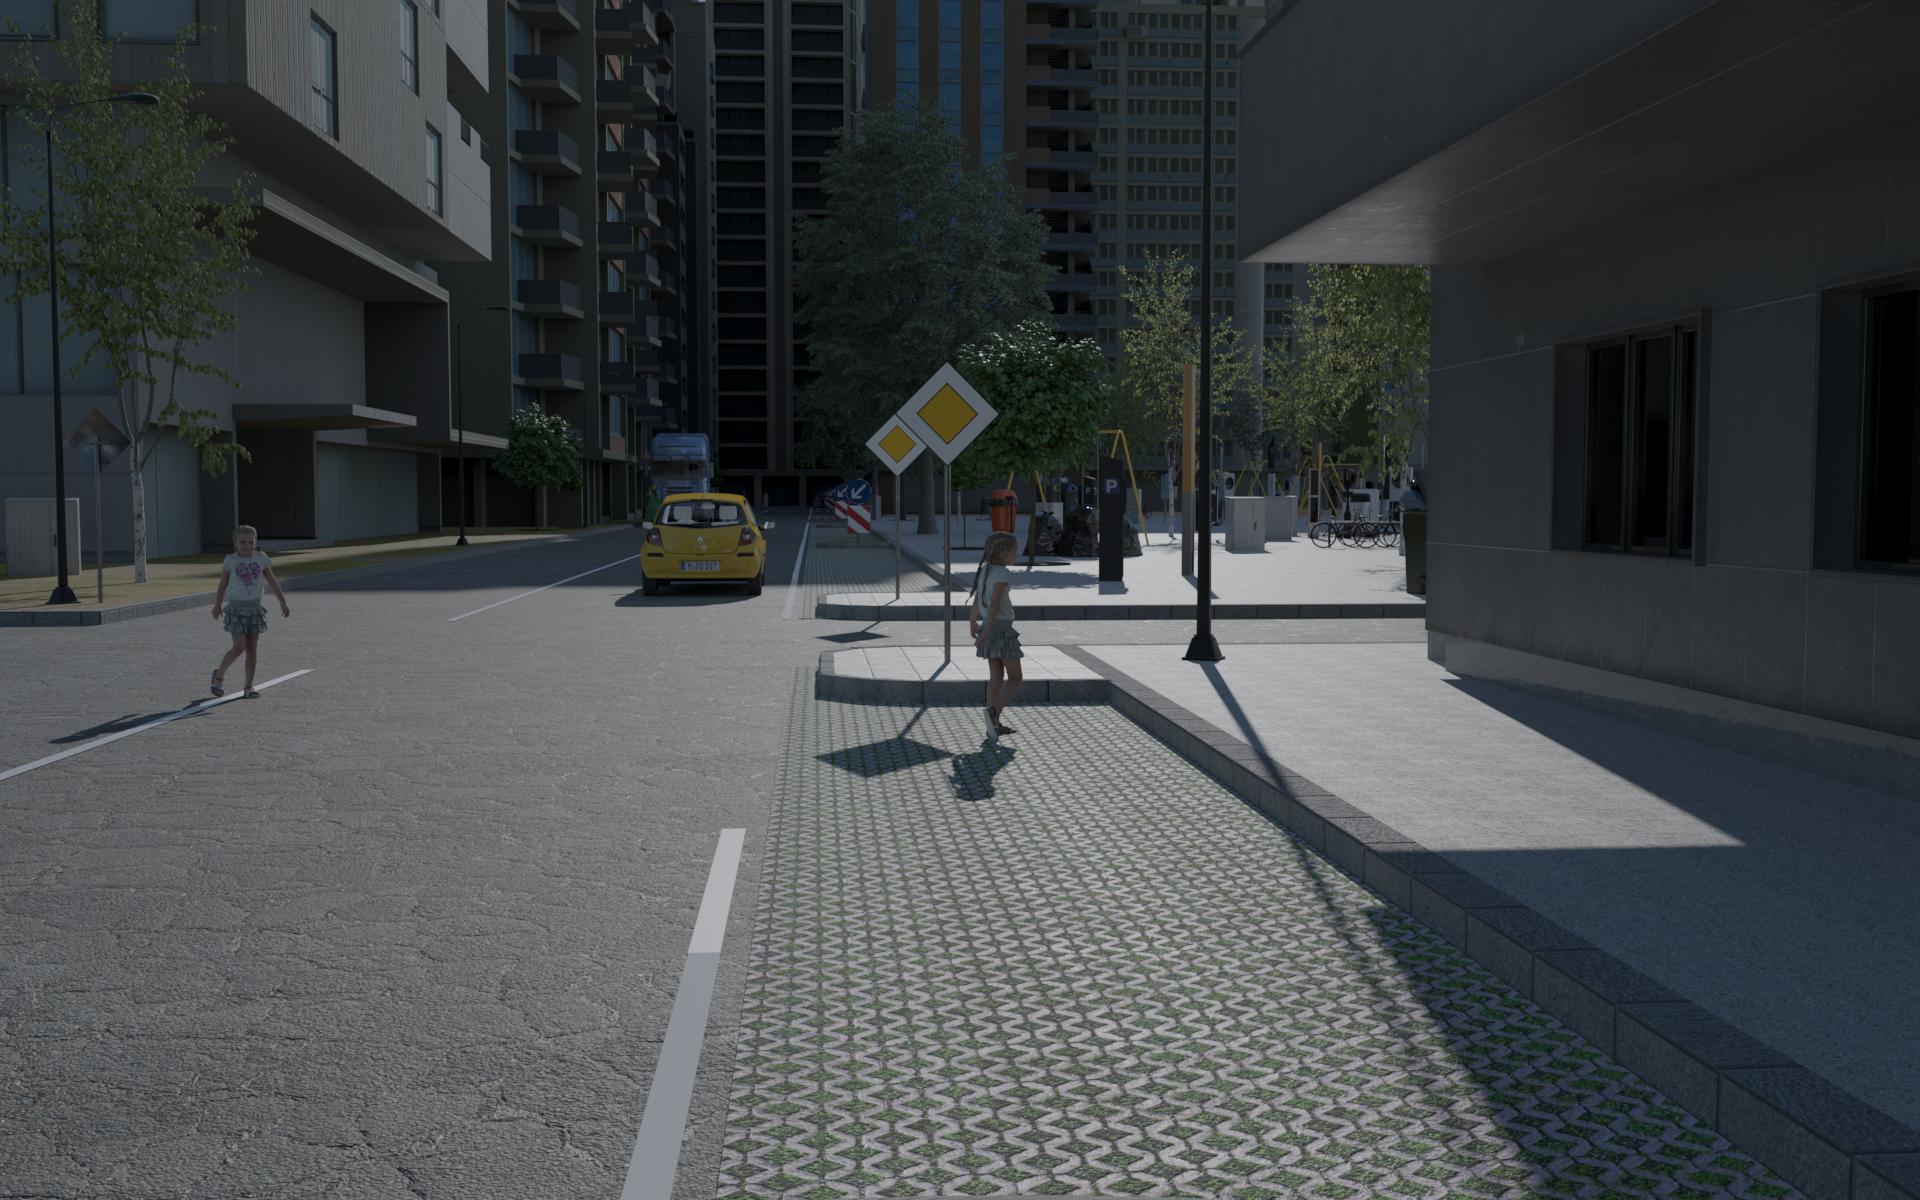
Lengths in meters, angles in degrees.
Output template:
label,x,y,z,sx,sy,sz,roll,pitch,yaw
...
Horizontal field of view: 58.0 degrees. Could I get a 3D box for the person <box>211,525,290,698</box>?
label,x,y,z,sx,sy,sz,roll,pitch,yaw
person,-5.035,0.076,12.273,0.505,1.210,0.382,-3,4,-38

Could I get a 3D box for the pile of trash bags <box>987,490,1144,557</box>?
label,x,y,z,sx,sy,sz,roll,pitch,yaw
pile of trash bags,2.017,-1.584,35.651,3.447,1.369,1.912,-3,4,-37

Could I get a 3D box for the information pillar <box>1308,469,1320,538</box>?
label,x,y,z,sx,sy,sz,roll,pitch,yaw
information pillar,10.254,-2.796,50.204,0.304,2.012,0.304,0,4,6

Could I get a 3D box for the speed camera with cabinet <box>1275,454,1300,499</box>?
label,x,y,z,sx,sy,sz,roll,pitch,yaw
speed camera with cabinet,16.351,-5.649,86.696,0.660,3.252,2.038,-1,4,-11

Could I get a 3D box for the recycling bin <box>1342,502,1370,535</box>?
label,x,y,z,sx,sy,sz,roll,pitch,yaw
recycling bin,12.153,-2.485,53.176,0.722,1.027,0.722,1,4,22

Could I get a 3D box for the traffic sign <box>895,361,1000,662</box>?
label,x,y,z,sx,sy,sz,roll,pitch,yaw
traffic sign,-0.098,-0.582,13.160,0.795,2.450,0.064,0,4,-5

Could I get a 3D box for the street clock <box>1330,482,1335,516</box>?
label,x,y,z,sx,sy,sz,roll,pitch,yaw
street clock,21.100,-5.695,97.680,0.358,2.002,0.471,-1,4,-20

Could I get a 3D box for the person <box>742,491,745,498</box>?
label,x,y,z,sx,sy,sz,roll,pitch,yaw
person,-20.908,-9.632,166.710,0.721,1.736,1.217,-1,4,-12

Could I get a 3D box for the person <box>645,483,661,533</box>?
label,x,y,z,sx,sy,sz,roll,pitch,yaw
person,-10.073,-2.940,56.813,0.600,1.795,0.529,-3,5,-45

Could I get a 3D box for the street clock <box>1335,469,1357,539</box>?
label,x,y,z,sx,sy,sz,roll,pitch,yaw
street clock,11.150,-2.767,49.809,0.471,2.002,0.358,2,4,28

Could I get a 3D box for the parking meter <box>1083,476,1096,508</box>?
label,x,y,z,sx,sy,sz,roll,pitch,yaw
parking meter,4.195,-3.062,55.773,0.399,1.863,0.255,2,4,32

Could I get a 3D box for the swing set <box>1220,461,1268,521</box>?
label,x,y,z,sx,sy,sz,roll,pitch,yaw
swing set,14.120,-5.169,82.138,2.862,2.851,3.119,0,4,-7

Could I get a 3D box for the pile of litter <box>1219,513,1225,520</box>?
label,x,y,z,sx,sy,sz,roll,pitch,yaw
pile of litter,13.663,-4.419,86.217,1.719,0.858,1.176,0,4,6

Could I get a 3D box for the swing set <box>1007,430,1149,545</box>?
label,x,y,z,sx,sy,sz,roll,pitch,yaw
swing set,2.687,-2.800,43.402,3.119,2.851,2.862,3,4,36

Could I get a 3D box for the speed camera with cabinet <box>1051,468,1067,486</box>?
label,x,y,z,sx,sy,sz,roll,pitch,yaw
speed camera with cabinet,5.695,-5.894,90.699,2.038,3.252,0.660,-3,5,-40

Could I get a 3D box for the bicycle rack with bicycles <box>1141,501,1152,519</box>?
label,x,y,z,sx,sy,sz,roll,pitch,yaw
bicycle rack with bicycles,8.632,-4.656,89.509,2.925,0.926,2.852,-2,4,-26

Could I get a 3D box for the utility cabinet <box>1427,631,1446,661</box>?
label,x,y,z,sx,sy,sz,roll,pitch,yaw
utility cabinet,4.044,-0.156,13.714,0.306,1.237,1.020,3,5,39

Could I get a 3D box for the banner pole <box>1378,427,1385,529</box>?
label,x,y,z,sx,sy,sz,roll,pitch,yaw
banner pole,15.761,-4.556,64.510,0.401,3.779,0.863,1,4,21

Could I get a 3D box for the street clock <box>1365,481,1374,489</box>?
label,x,y,z,sx,sy,sz,roll,pitch,yaw
street clock,22.859,-5.634,96.687,0.358,2.002,0.471,-3,4,-37

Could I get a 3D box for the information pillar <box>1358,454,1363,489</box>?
label,x,y,z,sx,sy,sz,roll,pitch,yaw
information pillar,20.999,-6.089,90.913,0.183,3.616,0.504,0,4,-3

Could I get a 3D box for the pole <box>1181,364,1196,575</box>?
label,x,y,z,sx,sy,sz,roll,pitch,yaw
pole,3.601,-2.045,27.279,0.158,3.312,0.155,0,3,0

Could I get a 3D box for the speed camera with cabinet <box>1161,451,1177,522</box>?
label,x,y,z,sx,sy,sz,roll,pitch,yaw
speed camera with cabinet,10.350,-5.241,80.027,2.038,3.252,0.660,1,4,15

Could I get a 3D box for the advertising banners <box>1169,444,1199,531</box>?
label,x,y,z,sx,sy,sz,roll,pitch,yaw
advertising banners,7.953,-3.941,60.621,0.090,3.025,2.074,-2,4,-31

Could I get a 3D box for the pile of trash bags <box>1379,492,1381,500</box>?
label,x,y,z,sx,sy,sz,roll,pitch,yaw
pile of trash bags,23.564,-4.949,90.663,3.447,1.369,1.912,2,4,24

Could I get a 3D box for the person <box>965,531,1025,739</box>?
label,x,y,z,sx,sy,sz,roll,pitch,yaw
person,0.158,0.200,10.249,0.382,1.210,0.505,-2,4,-30

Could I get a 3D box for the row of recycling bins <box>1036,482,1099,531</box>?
label,x,y,z,sx,sy,sz,roll,pitch,yaw
row of recycling bins,4.006,-3.191,59.291,3.534,1.692,1.069,-2,4,-32

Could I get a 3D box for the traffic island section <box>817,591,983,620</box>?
label,x,y,z,sx,sy,sz,roll,pitch,yaw
traffic island section,-0.742,0.066,21.197,2.009,0.180,2.903,0,4,-5

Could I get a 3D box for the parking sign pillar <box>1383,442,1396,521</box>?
label,x,y,z,sx,sy,sz,roll,pitch,yaw
parking sign pillar,20.080,-5.657,80.959,1.447,3.967,1.447,0,4,5

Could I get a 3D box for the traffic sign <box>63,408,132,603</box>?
label,x,y,z,sx,sy,sz,roll,pitch,yaw
traffic sign,-10.128,-1.022,20.357,0.795,2.450,0.064,0,4,-5

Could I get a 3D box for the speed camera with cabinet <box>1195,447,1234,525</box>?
label,x,y,z,sx,sy,sz,roll,pitch,yaw
speed camera with cabinet,10.498,-4.723,71.550,2.038,3.252,0.660,-3,5,-43

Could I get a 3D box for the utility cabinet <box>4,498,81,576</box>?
label,x,y,z,sx,sy,sz,roll,pitch,yaw
utility cabinet,-14.514,-0.994,27.420,1.020,1.237,0.306,-1,4,-21

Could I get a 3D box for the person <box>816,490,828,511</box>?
label,x,y,z,sx,sy,sz,roll,pitch,yaw
person,-11.239,-8.117,141.928,1.217,1.743,0.721,-1,4,-22

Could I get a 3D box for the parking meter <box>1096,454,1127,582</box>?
label,x,y,z,sx,sy,sz,roll,pitch,yaw
parking meter,2.248,-1.209,25.482,0.399,1.863,0.255,1,4,9

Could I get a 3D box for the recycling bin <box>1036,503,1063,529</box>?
label,x,y,z,sx,sy,sz,roll,pitch,yaw
recycling bin,2.583,-2.367,51.251,0.722,1.027,0.722,2,4,28

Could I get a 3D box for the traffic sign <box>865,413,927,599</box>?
label,x,y,z,sx,sy,sz,roll,pitch,yaw
traffic sign,-0.764,-1.069,21.118,0.795,2.450,0.064,0,4,-5

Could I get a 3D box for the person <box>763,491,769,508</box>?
label,x,y,z,sx,sy,sz,roll,pitch,yaw
person,-19.262,-9.944,171.752,0.621,1.740,0.551,1,4,23

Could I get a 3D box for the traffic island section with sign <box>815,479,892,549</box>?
label,x,y,z,sx,sy,sz,roll,pitch,yaw
traffic island section with sign,-2.817,-2.287,46.022,1.989,1.847,2.006,0,4,-5

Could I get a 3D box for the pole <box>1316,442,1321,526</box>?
label,x,y,z,sx,sy,sz,roll,pitch,yaw
pole,14.162,-4.564,68.472,0.158,3.312,0.155,0,3,0

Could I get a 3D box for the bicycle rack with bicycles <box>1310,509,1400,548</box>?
label,x,y,z,sx,sy,sz,roll,pitch,yaw
bicycle rack with bicycles,9.950,-1.731,41.676,2.925,0.926,2.852,1,4,13

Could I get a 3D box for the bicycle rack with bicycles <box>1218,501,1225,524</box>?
label,x,y,z,sx,sy,sz,roll,pitch,yaw
bicycle rack with bicycles,11.567,-3.801,75.526,2.852,0.926,2.925,-2,4,-30

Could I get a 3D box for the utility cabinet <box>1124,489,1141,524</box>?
label,x,y,z,sx,sy,sz,roll,pitch,yaw
utility cabinet,7.197,-4.028,74.534,1.173,1.500,0.318,2,4,28

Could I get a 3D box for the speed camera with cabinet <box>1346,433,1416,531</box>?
label,x,y,z,sx,sy,sz,roll,pitch,yaw
speed camera with cabinet,13.534,-3.766,55.910,2.038,3.252,0.660,1,4,20

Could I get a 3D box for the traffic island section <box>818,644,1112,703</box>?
label,x,y,z,sx,sy,sz,roll,pitch,yaw
traffic island section,-0.075,0.553,13.239,2.009,0.180,2.903,0,4,-5

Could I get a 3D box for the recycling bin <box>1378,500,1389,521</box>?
label,x,y,z,sx,sy,sz,roll,pitch,yaw
recycling bin,19.179,-4.061,78.954,0.722,1.027,0.722,1,4,16

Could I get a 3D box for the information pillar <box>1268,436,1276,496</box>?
label,x,y,z,sx,sy,sz,roll,pitch,yaw
information pillar,12.685,-4.840,70.496,0.183,3.616,0.504,-1,4,-18

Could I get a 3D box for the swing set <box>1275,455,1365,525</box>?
label,x,y,z,sx,sy,sz,roll,pitch,yaw
swing set,14.667,-4.487,70.983,2.862,2.851,3.119,0,4,-3

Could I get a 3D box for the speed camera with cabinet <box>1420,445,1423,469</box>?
label,x,y,z,sx,sy,sz,roll,pitch,yaw
speed camera with cabinet,18.338,-4.668,70.658,0.660,3.252,2.038,-1,4,-11
